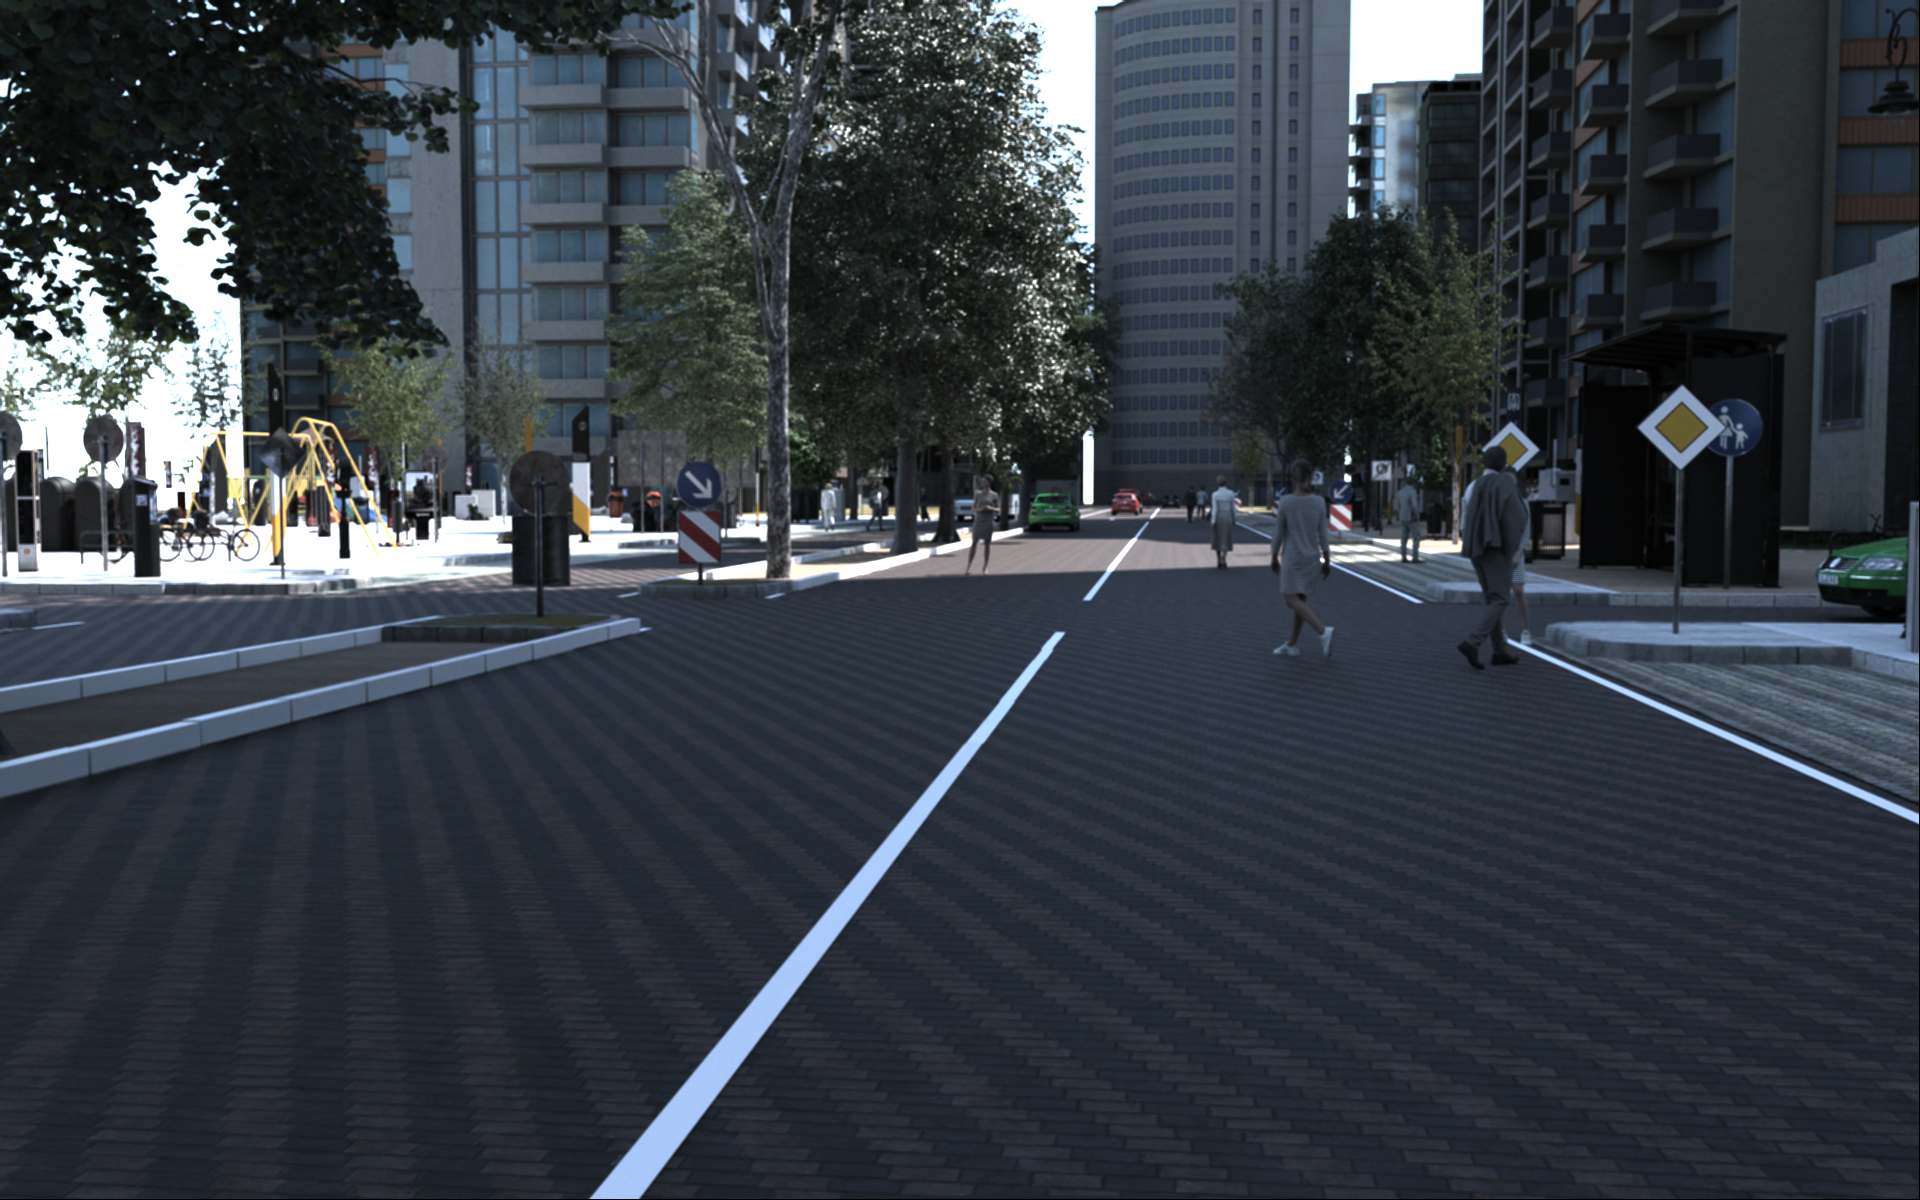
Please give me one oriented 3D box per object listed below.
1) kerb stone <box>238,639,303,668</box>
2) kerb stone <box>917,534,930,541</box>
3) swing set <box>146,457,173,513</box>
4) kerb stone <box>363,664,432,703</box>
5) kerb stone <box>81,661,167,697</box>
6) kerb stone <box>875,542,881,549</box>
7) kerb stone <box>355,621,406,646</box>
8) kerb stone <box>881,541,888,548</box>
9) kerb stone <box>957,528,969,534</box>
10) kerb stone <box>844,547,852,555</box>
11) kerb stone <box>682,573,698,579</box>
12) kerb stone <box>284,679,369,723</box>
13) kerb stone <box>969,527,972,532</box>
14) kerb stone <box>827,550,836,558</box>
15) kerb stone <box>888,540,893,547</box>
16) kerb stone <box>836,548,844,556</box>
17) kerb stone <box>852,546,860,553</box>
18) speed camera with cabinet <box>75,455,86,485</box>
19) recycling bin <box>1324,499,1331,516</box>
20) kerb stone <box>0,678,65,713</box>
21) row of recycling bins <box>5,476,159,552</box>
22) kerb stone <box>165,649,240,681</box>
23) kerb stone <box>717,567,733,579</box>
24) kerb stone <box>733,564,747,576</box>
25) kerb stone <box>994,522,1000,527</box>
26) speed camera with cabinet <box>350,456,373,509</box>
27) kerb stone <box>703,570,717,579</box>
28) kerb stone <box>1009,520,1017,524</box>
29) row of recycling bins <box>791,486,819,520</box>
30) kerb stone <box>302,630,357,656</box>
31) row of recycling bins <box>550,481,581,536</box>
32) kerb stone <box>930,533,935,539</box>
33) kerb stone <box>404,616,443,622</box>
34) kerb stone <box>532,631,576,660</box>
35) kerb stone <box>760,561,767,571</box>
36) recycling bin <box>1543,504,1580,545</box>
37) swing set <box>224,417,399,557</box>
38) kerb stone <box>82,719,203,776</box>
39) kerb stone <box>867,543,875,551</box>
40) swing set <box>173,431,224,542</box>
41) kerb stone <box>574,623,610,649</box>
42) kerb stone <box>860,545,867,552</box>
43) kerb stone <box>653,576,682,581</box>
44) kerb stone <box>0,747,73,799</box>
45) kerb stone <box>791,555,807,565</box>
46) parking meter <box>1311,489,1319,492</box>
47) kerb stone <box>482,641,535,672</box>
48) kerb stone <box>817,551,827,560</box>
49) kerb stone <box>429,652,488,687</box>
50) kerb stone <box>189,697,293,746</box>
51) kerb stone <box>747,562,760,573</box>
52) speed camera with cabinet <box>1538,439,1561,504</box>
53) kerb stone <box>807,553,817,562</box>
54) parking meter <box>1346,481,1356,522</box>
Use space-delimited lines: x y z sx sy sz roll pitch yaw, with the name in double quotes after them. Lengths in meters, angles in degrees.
-5.888 0.461 14.653 0.120 0.150 1.000 0 4 7 "kerb stone"
-1.128 -1.927 53.855 0.120 0.150 1.000 0 4 7 "kerb stone"
-34.462 -4.706 74.567 3.119 2.851 2.862 3 5 43 "swing set"
-4.055 0.601 12.365 0.120 0.150 1.000 0 4 7 "kerb stone"
-6.138 0.587 12.616 0.120 0.150 1.000 0 4 7 "kerb stone"
-2.239 -1.376 44.697 0.120 0.150 1.000 0 4 7 "kerb stone"
-5.644 0.339 16.686 0.120 0.150 1.000 0 4 7 "kerb stone"
-2.116 -1.438 45.712 0.120 0.150 1.000 0 4 7 "kerb stone"
0.104 -2.559 64.032 0.120 0.150 1.000 0 4 7 "kerb stone"
-2.738 -1.127 40.629 0.120 0.150 1.000 0 4 7 "kerb stone"
-4.338 -0.313 27.392 0.120 0.150 1.000 0 4 7 "kerb stone"
-4.179 0.664 11.346 0.120 0.150 1.000 0 4 7 "kerb stone"
0.232 -2.621 65.046 0.120 0.150 1.000 0 4 7 "kerb stone"
-2.984 -0.997 38.588 0.120 0.150 1.000 0 4 7 "kerb stone"
-1.994 -1.500 46.727 0.120 0.150 1.000 0 4 7 "kerb stone"
-2.860 -1.065 39.609 0.120 0.150 1.000 0 4 7 "kerb stone"
-2.612 -1.186 41.650 0.120 0.150 1.000 0 4 7 "kerb stone"
-45.404 -5.753 88.395 2.038 3.252 0.660 0 4 -4 "speed camera with cabinet"
20.275 -5.138 96.556 0.722 1.027 0.722 0 4 1 "recycling bin"
-6.258 0.648 11.600 0.120 0.150 1.000 0 4 7 "kerb stone"
-19.690 -1.934 38.730 3.534 1.692 1.069 0 4 3 "row of recycling bins"
-6.017 0.527 13.639 0.120 0.150 1.000 0 4 7 "kerb stone"
-4.089 -0.441 29.434 0.120 0.150 1.000 0 4 7 "kerb stone"
-3.976 -0.505 30.449 0.120 0.150 1.000 0 4 7 "kerb stone"
1.716 -3.364 77.242 0.120 0.150 1.000 0 4 7 "kerb stone"
-31.067 -5.844 89.884 0.660 3.252 2.038 0 4 -1 "speed camera with cabinet"
-4.215 -0.376 28.416 0.120 0.150 1.000 0 4 7 "kerb stone"
2.575 -3.800 84.361 0.120 0.150 1.000 0 4 7 "kerb stone"
-8.185 -4.852 86.444 1.069 1.692 3.534 2 4 26 "row of recycling bins"
-5.767 0.403 15.668 0.120 0.150 1.000 0 4 7 "kerb stone"
-12.463 -2.927 54.975 1.069 1.692 3.534 0 4 -7 "row of recycling bins"
-1.005 -1.999 54.874 0.120 0.150 1.000 0 4 7 "kerb stone"
-5.518 0.275 17.700 0.120 0.150 1.000 0 4 7 "kerb stone"
-3.671 0.418 15.417 0.120 0.150 1.000 0 4 7 "kerb stone"
-3.724 -0.629 32.486 0.120 0.150 1.000 0 4 7 "kerb stone"
15.201 -1.901 43.638 0.722 1.027 0.722 -2 4 -27 "recycling bin"
-13.600 -2.387 36.642 2.862 2.851 3.119 -1 4 -10 "swing set"
-4.416 0.796 9.311 0.120 0.150 1.000 0 4 7 "kerb stone"
-2.360 -1.310 43.682 0.120 0.150 1.000 0 4 7 "kerb stone"
-17.862 -2.872 44.582 2.862 2.851 3.119 2 4 30 "swing set"
-3.561 0.355 16.436 0.120 0.150 1.000 0 4 7 "kerb stone"
-2.487 -1.245 42.665 0.120 0.150 1.000 0 4 7 "kerb stone"
-4.464 -0.256 26.375 0.120 0.150 1.000 0 4 7 "kerb stone"
-4.540 0.854 8.296 0.120 0.150 1.000 0 4 7 "kerb stone"
-3.359 -0.814 35.531 0.120 0.150 1.000 0 4 7 "kerb stone"
17.529 -4.715 85.502 0.372 1.533 0.369 0 3 0 "parking meter"
-3.801 0.477 14.403 0.120 0.150 1.000 0 4 7 "kerb stone"
-3.105 -0.940 37.568 0.120 0.150 1.000 0 4 7 "kerb stone"
-3.926 0.539 13.385 0.120 0.150 1.000 0 4 7 "kerb stone"
-4.301 0.727 10.326 0.120 0.150 1.000 0 4 7 "kerb stone"
-3.849 -0.567 31.464 0.120 0.150 1.000 0 4 7 "kerb stone"
22.096 -4.205 63.093 2.038 3.252 0.660 -1 4 -19 "speed camera with cabinet"
-3.233 -0.875 36.546 0.120 0.150 1.000 0 4 7 "kerb stone"
17.939 -4.515 79.531 0.255 1.863 0.399 -3 5 -40 "parking meter"
